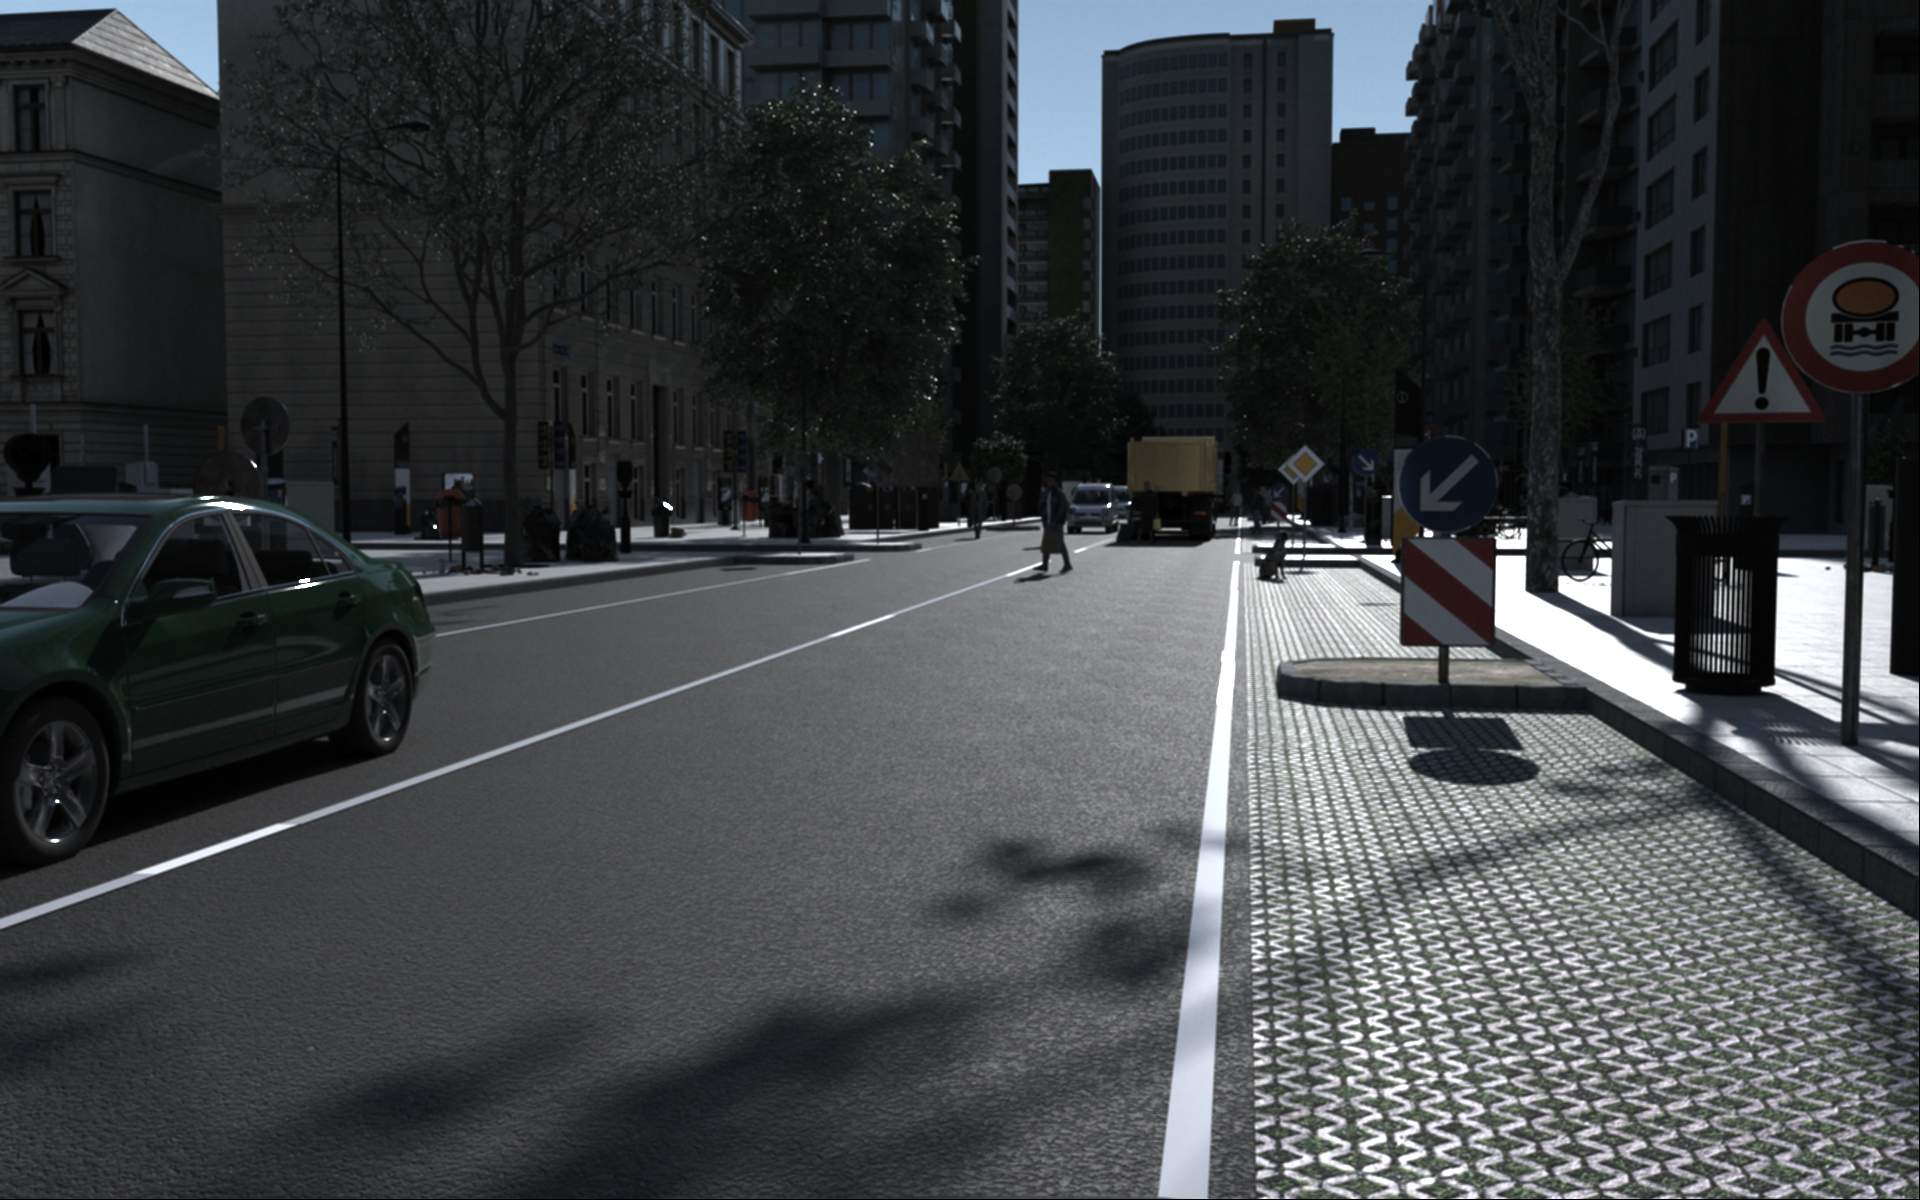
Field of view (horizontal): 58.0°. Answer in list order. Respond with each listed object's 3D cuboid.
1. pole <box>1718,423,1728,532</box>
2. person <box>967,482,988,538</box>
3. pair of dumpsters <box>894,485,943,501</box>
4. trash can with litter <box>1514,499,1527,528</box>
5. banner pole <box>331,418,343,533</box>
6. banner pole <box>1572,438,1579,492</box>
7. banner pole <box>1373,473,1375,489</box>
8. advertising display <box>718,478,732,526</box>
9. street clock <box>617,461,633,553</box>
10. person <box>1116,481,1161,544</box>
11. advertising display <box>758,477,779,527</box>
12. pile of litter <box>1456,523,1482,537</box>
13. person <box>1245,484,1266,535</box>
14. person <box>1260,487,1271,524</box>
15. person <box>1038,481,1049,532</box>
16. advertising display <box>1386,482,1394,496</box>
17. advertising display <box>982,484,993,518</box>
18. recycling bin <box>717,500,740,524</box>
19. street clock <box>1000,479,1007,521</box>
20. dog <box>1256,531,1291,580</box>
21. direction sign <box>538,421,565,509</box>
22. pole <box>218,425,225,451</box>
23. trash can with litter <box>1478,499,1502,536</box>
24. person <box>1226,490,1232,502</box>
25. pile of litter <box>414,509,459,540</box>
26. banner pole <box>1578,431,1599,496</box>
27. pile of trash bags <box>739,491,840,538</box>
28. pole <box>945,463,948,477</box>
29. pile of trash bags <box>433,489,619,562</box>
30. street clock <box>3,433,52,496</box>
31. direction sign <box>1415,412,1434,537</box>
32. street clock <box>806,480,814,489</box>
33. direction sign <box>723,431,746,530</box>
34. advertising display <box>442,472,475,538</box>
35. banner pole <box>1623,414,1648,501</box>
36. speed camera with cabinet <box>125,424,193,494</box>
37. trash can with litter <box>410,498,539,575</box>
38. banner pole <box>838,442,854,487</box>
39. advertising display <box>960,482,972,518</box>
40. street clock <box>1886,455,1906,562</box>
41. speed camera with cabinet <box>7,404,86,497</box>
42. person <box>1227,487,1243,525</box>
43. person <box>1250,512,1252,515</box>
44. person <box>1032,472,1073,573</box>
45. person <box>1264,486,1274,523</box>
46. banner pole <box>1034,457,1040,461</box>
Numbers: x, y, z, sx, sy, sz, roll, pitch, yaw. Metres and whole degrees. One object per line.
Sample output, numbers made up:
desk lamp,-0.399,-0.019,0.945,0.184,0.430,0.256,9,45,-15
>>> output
pole,18.012,-2.878,40.897,0.158,3.312,0.155,0,3,0
person,0.555,-2.896,55.953,0.694,1.812,0.767,1,4,22
pair of dumpsters,-1.875,-4.485,75.822,1.574,2.255,4.437,1,4,9
trash can with litter,21.294,-3.288,65.141,1.055,1.170,0.624,-2,4,-31
banner pole,-20.352,-4.074,56.627,0.401,3.779,0.863,0,4,3
banner pole,27.598,-5.345,77.407,0.863,3.779,0.401,-1,4,-17
banner pole,25.304,-7.088,105.909,0.401,3.779,0.863,0,4,5
advertising display,-9.495,-3.959,69.943,0.123,1.923,0.974,1,4,20
street clock,-7.258,-2.017,37.551,0.358,2.002,0.471,-2,4,-27
person,5.247,-2.555,50.489,0.699,1.804,1.509,-2,4,-28
advertising display,-7.436,-3.796,67.279,0.123,1.923,0.974,3,5,42
pile of litter,8.625,-0.993,30.194,1.176,0.858,1.719,1,4,16
person,10.357,-3.169,60.664,0.721,1.781,0.623,1,4,12
person,14.484,-4.529,83.031,0.515,1.767,0.782,-3,5,-43
person,2.437,-2.374,47.497,0.721,1.800,0.419,-2,4,-35
advertising display,23.936,-5.524,95.527,0.974,1.923,0.123,-2,4,-25
advertising display,1.452,-5.346,92.628,0.974,1.923,0.123,3,4,37
recycling bin,-9.866,-3.748,73.838,0.722,1.027,0.722,2,4,29
street clock,2.088,-4.778,82.692,0.358,2.002,0.471,1,4,17
dog,5.133,-0.745,29.010,0.800,0.831,0.513,1,4,10
direction sign,-12.719,-3.790,53.965,0.876,3.537,0.379,1,4,12
pole,-21.956,-3.530,51.552,0.158,3.312,0.155,0,3,0
trash can with litter,16.368,-2.584,53.641,0.624,1.170,1.055,2,4,31
person,27.656,-10.404,178.591,1.348,1.826,0.705,-1,4,-18
pile of litter,-14.788,-2.138,48.916,1.176,0.858,1.719,-2,4,-25
banner pole,25.132,-4.822,68.857,0.401,3.779,0.863,-1,4,-13
pile of trash bags,-5.193,-2.553,51.488,3.447,1.369,1.912,2,4,33
pole,-0.905,-7.323,113.582,0.158,3.312,0.155,0,3,0
pile of trash bags,-8.302,-1.435,33.210,3.447,1.369,1.912,-1,4,-11
street clock,-11.161,-0.992,20.785,0.358,2.002,0.471,3,5,43
direction sign,12.560,-3.403,47.629,0.876,3.537,0.379,1,4,10
street clock,-7.483,-5.004,86.382,0.358,2.002,0.471,1,4,16
direction sign,-8.061,-4.286,62.078,0.876,3.537,0.379,-2,4,-33
advertising display,-14.747,-2.798,50.953,0.974,1.923,0.123,-3,5,-41
banner pole,21.127,-3.937,54.382,0.863,3.779,0.401,1,4,19
speed camera with cabinet,-23.077,-3.402,49.959,0.660,3.252,2.038,1,4,18
trash can with litter,-7.704,-1.027,27.851,2.233,1.210,1.678,3,5,40
banner pole,-4.863,-5.080,73.070,0.863,3.779,0.401,0,4,-2
advertising display,0.505,-5.396,93.443,0.974,1.923,0.123,0,4,-1
street clock,17.577,-1.709,32.515,0.358,2.002,0.471,3,4,38
speed camera with cabinet,-20.245,-2.717,38.752,0.660,3.252,2.038,1,4,21
person,12.588,-4.310,79.635,0.731,1.740,0.598,-2,4,-24
person,19.348,-6.185,113.873,0.306,1.304,0.590,-3,5,-42
person,1.704,-1.396,31.311,0.713,1.824,0.794,-1,4,-11
person,15.055,-4.656,84.647,0.620,1.820,0.660,-2,4,-34
banner pole,4.714,-7.131,106.608,0.401,3.779,0.863,2,4,32
